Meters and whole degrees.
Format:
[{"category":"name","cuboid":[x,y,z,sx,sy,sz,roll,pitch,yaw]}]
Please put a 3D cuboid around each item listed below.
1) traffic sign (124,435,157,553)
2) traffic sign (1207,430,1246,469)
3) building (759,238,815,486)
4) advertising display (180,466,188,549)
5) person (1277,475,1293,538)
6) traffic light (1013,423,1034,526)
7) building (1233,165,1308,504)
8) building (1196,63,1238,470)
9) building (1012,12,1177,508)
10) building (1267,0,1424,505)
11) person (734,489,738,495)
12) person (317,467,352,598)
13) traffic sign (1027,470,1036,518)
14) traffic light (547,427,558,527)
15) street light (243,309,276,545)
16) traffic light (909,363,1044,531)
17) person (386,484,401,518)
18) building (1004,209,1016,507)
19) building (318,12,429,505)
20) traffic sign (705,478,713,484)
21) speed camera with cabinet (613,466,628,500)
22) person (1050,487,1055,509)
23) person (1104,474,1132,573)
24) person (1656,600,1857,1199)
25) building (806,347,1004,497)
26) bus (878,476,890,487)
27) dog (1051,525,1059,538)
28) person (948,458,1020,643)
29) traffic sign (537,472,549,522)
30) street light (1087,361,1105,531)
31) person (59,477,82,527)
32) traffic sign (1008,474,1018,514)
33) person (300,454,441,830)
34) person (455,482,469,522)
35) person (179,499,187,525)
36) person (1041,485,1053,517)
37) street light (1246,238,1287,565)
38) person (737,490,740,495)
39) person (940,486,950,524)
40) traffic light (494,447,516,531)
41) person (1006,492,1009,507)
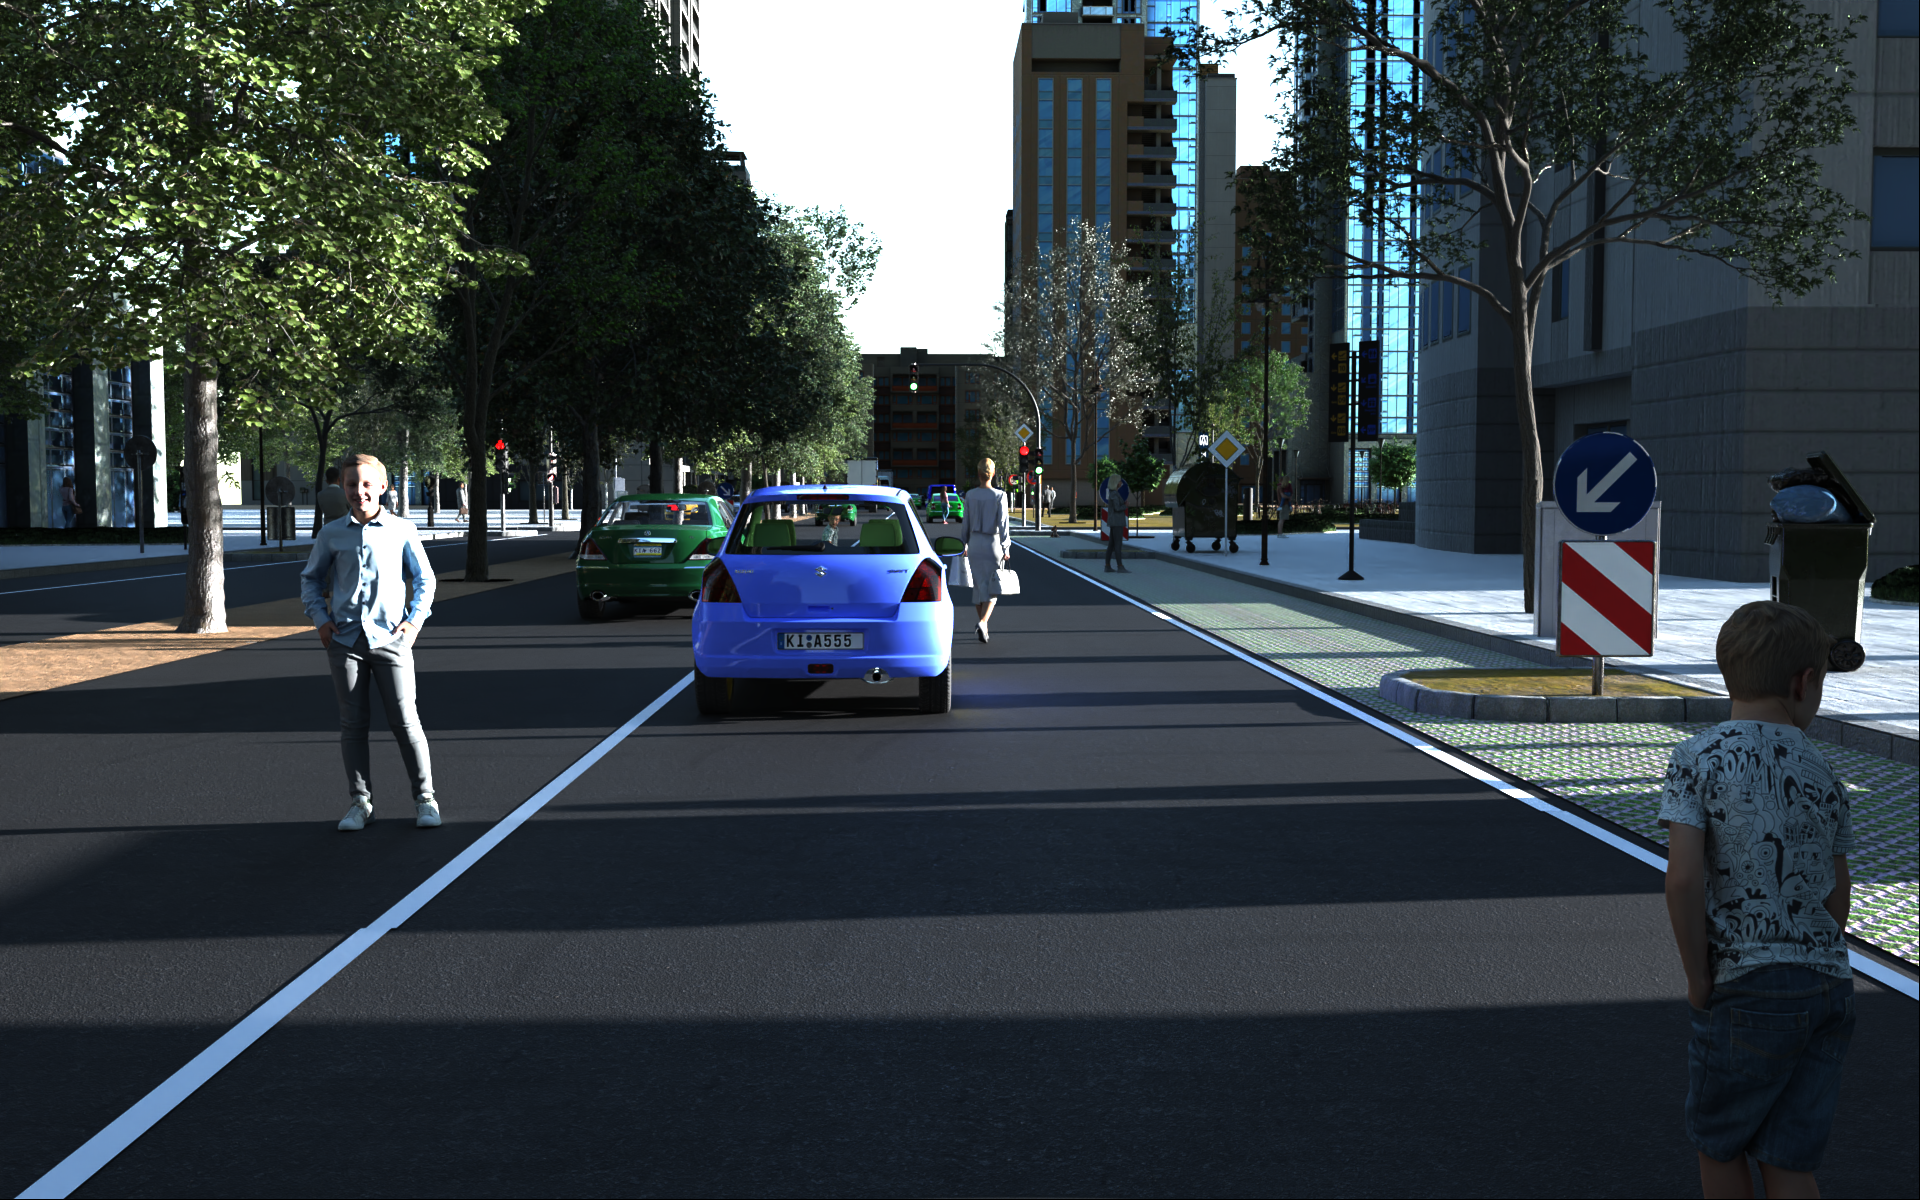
[{"category":"traffic sign","cuboid":[-17.774,-2.291,37.564,0.768,2.556,0.104,0,4,7]},{"category":"traffic sign","cuboid":[5.463,-2.181,35.397,0.795,2.593,0.064,0,4,7]},{"category":"building","cuboid":[-32.874,-33.819,244.826,23.993,40.220,32.217,0,4,-1]},{"category":"advertising display","cuboid":[-17.581,-2.118,39.842,0.974,1.923,0.123,2,4,32]},{"category":"person","cuboid":[9.459,-2.726,50.586,0.573,1.828,0.580,-3,4,-39]},{"category":"traffic light","cuboid":[2.506,-4.867,68.503,0.839,4.253,0.868,0,4,-1]},{"category":"building","cuboid":[43.511,-36.020,239.033,14.200,45.320,14.600,0,4,-1]},{"category":"building","cuboid":[22.258,-42.707,240.262,28.212,58.520,21.231,0,4,-1]},{"category":"building","cuboid":[12.236,-31.380,163.168,14.600,45.320,14.200,0,4,-1]},{"category":"building","cuboid":[53.924,-54.599,205.369,31.000,86.520,22.319,0,4,-1]},{"category":"person","cuboid":[-22.840,-10.381,175.913,1.348,1.807,0.705,1,4,12]},{"category":"person","cuboid":[-8.535,-0.923,23.780,0.511,1.800,0.466,0,4,-7]},{"category":"traffic sign","cuboid":[3.942,-5.654,92.555,0.768,2.556,0.104,0,4,1]},{"category":"traffic light","cuboid":[-13.960,-5.716,68.118,4.771,5.953,1.251,0,4,-1]},{"category":"street light","cuboid":[-17.475,-4.311,43.273,0.468,5.910,1.993,0,4,-1]},{"category":"traffic light","cuboid":[0.614,-5.239,60.328,4.771,5.953,1.251,0,4,-1]},{"category":"person","cuboid":[-25.706,-4.390,78.575,0.760,1.731,0.466,1,4,12]},{"category":"building","cuboid":[11.447,-24.834,177.734,14.160,30.474,14.107,0,4,-1]},{"category":"building","cuboid":[-75.517,-56.561,237.444,31.000,86.520,22.319,0,4,-1]},{"category":"traffic sign","cuboid":[-20.155,-8.483,138.801,0.768,2.556,0.104,0,4,7]},{"category":"speed camera with cabinet","cuboid":[-18.653,-6.170,95.208,0.660,3.252,2.038,-1,4,-17]},{"category":"person","cuboid":[7.076,-7.865,134.736,0.679,1.850,0.850,1,4,22]},{"category":"person","cuboid":[2.891,-1.395,31.495,0.526,1.800,0.537,1,4,11]},{"category":"person","cuboid":[1.324,0.628,2.916,0.332,1.250,0.352,2,4,27]},{"category":"building","cuboid":[-6.364,-24.387,243.761,28.899,21.520,27.650,0,4,-1]},{"category":"bus","cuboid":[-8.707,-11.465,182.309,2.948,3.499,13.247,0,4,-3]},{"category":"dog","cuboid":[3.182,-2.245,56.903,0.550,0.427,0.748,3,5,40]},{"category":"person","cuboid":[0.206,-0.486,16.797,0.694,1.780,0.624,2,4,35]},{"category":"traffic sign","cuboid":[-18.872,-4.677,78.595,0.606,2.300,0.079,0,4,4]},{"category":"street light","cuboid":[4.723,-5.347,60.206,0.468,5.910,1.993,0,4,-1]},{"category":"person","cuboid":[-24.443,-2.496,47.447,0.593,1.750,0.643,1,4,21]},{"category":"traffic sign","cuboid":[3.506,-6.846,112.039,0.768,2.556,0.104,0,4,1]},{"category":"person","cuboid":[-2.543,0.174,7.459,0.589,1.601,0.330,0,4,-4]},{"category":"person","cuboid":[-22.625,-4.438,78.712,0.767,1.812,0.694,-2,4,-35]},{"category":"person","cuboid":[-23.834,-2.780,53.313,0.589,1.601,0.330,2,4,27]},{"category":"person","cuboid":[4.750,-5.460,95.705,0.661,1.777,0.834,-2,4,-30]},{"category":"street light","cuboid":[5.500,-3.568,31.124,0.468,5.910,1.993,0,4,-1]},{"category":"person","cuboid":[-21.427,-9.901,168.719,0.721,1.735,1.217,0,4,-1]},{"category":"person","cuboid":[-0.713,-4.570,83.237,0.555,1.821,0.388,3,4,38]},{"category":"traffic light","cuboid":[-15.853,-4.350,60.049,0.839,4.253,0.868,0,4,-1]},{"category":"person","cuboid":[4.445,-9.861,167.713,0.683,1.767,0.568,0,4,-3]}]
